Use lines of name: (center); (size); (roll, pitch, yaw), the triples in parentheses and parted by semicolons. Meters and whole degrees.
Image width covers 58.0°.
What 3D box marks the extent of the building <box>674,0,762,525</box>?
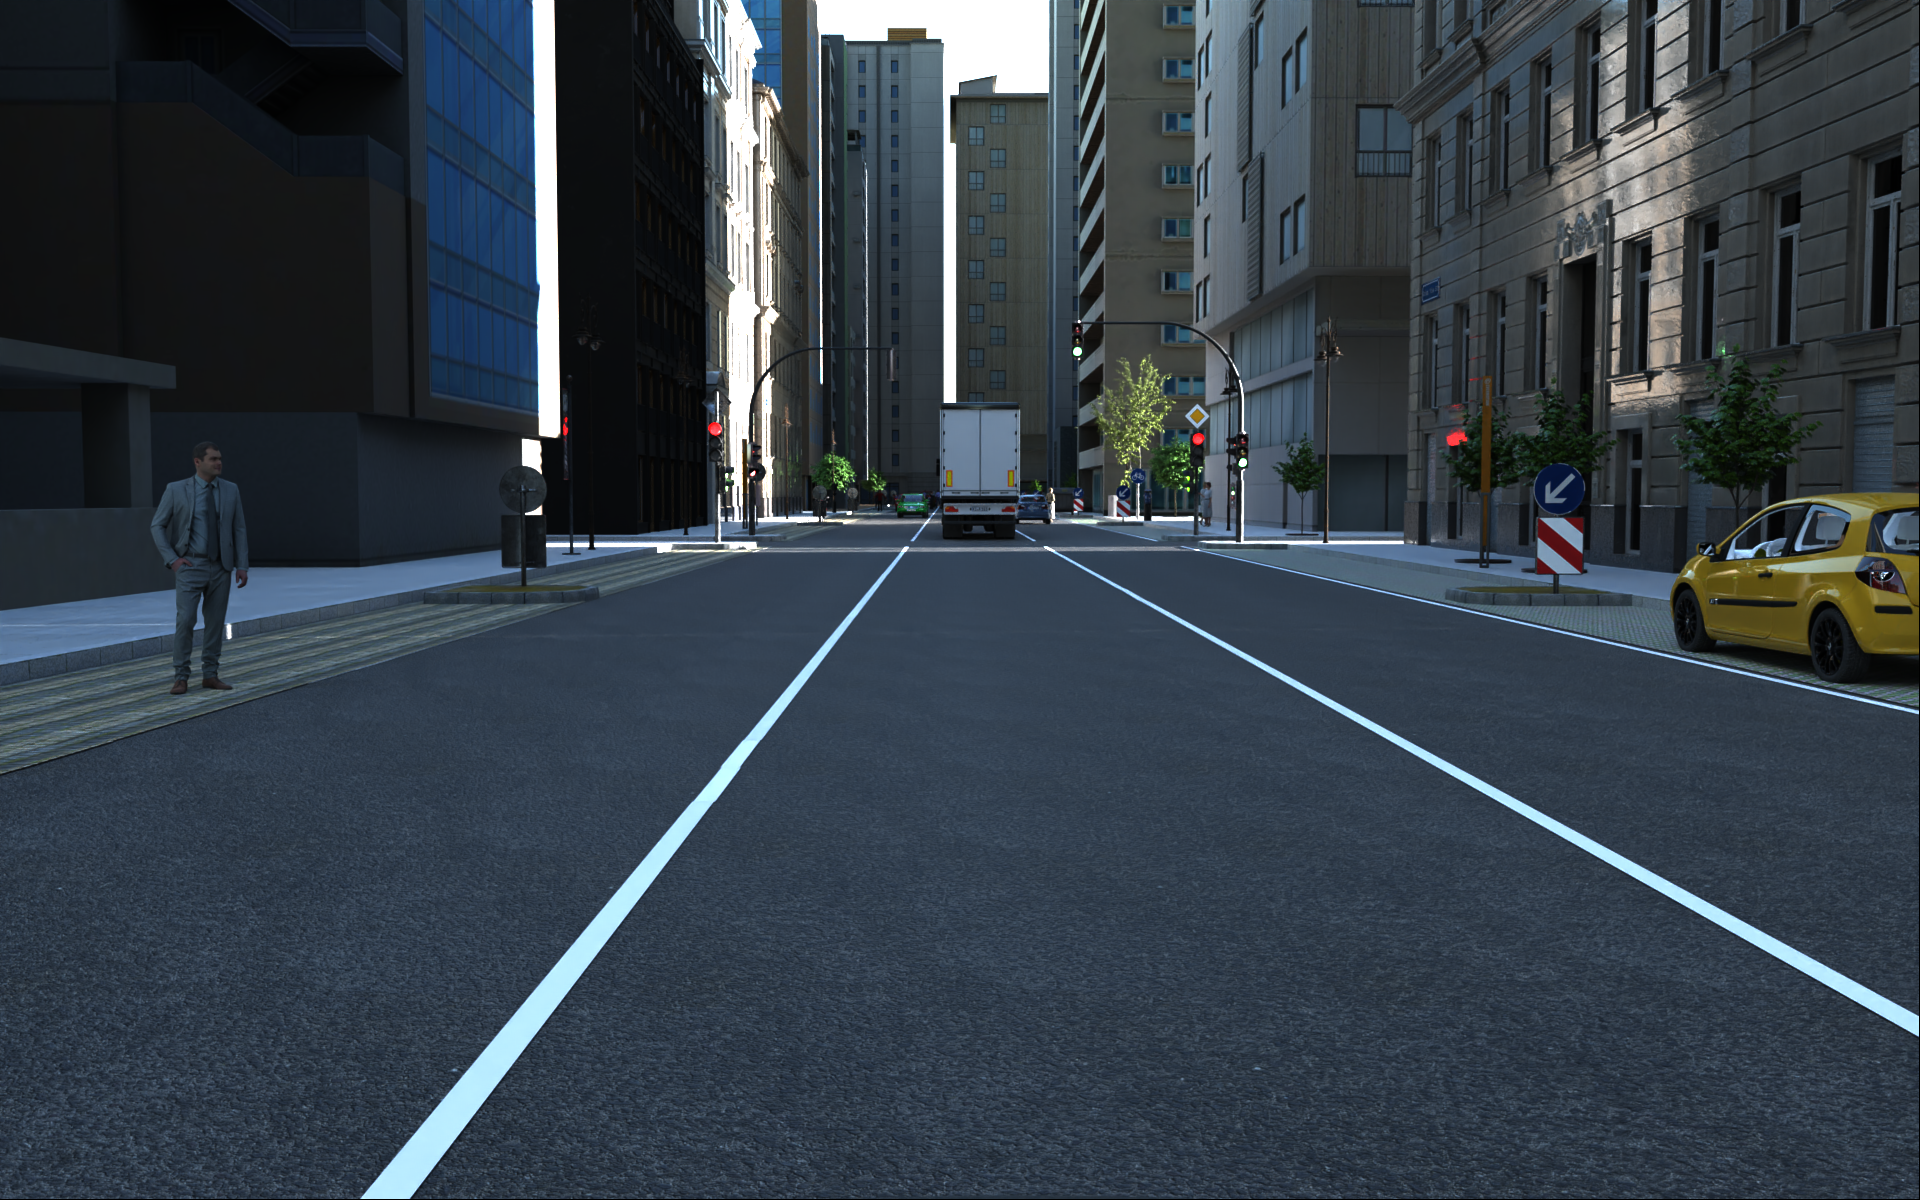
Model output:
building: (-16.855, -18.009, 80.354); (13.634, 28.700, 20.117); (0, 4, 0)

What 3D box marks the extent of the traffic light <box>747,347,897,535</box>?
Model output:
traffic light: (-4.345, -4.834, 53.706); (4.771, 5.953, 1.251); (0, 4, 0)

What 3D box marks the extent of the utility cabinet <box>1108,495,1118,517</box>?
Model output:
utility cabinet: (8.635, -5.292, 97.680); (0.306, 1.237, 1.020); (-1, 4, -12)

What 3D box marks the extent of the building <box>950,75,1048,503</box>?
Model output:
building: (12.426, -38.997, 226.838); (27.495, 52.752, 28.713); (0, 4, 0)

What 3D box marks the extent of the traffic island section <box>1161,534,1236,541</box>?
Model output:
traffic island section: (7.365, -1.932, 53.874); (2.009, 0.180, 2.903); (0, 4, 0)

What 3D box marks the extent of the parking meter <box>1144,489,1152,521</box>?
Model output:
parking meter: (9.012, -4.567, 83.084); (0.372, 1.533, 0.369); (0, 3, 0)

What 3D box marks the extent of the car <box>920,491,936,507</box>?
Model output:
car: (-3.752, -11.627, 198.780); (2.281, 1.827, 5.304); (0, 4, -2)

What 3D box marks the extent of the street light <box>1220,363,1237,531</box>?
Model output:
street light: (9.436, -5.377, 60.695); (0.468, 5.910, 1.993); (0, 4, 0)

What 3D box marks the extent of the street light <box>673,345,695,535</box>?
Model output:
street light: (-8.555, -4.960, 53.889); (0.468, 5.910, 1.993); (0, 4, 0)

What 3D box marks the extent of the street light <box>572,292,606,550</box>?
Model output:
street light: (-8.495, -4.097, 39.773); (0.468, 5.910, 1.993); (0, 4, 0)

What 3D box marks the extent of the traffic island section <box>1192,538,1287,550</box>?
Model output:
traffic island section: (7.415, -1.444, 45.889); (2.009, 0.180, 2.903); (0, 4, 0)

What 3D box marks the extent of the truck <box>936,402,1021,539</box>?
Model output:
truck: (0.577, -4.260, 58.559); (2.839, 4.237, 11.283); (0, 4, 0)

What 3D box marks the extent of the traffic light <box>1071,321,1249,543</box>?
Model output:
traffic light: (5.283, -4.340, 45.620); (4.771, 5.953, 1.251); (0, 4, 0)

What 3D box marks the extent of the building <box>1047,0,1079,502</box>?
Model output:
building: (20.059, -39.541, 188.498); (21.231, 58.520, 28.212); (0, 4, 0)

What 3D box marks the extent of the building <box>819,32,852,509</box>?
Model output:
building: (-17.082, -28.497, 149.525); (14.154, 41.232, 14.086); (0, 4, 0)

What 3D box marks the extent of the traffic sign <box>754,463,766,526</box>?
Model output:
traffic sign: (-8.267, -4.300, 70.408); (0.768, 2.556, 0.104); (0, 4, 5)

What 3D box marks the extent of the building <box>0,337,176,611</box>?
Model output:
building: (-26.646, -19.867, 16.708); (32.217, 40.220, 23.993); (0, 4, 0)

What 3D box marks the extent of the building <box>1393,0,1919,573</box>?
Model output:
building: (17.127, -14.336, 31.661); (12.463, 27.353, 25.104); (0, 4, 0)

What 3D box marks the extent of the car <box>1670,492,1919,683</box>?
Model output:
car: (7.400, -0.259, 14.467); (2.015, 1.641, 3.980); (0, 3, 0)

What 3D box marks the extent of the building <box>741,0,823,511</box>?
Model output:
building: (-18.202, -29.674, 135.277); (14.600, 45.320, 14.200); (0, 4, 0)

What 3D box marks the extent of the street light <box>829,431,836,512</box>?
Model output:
street light: (-8.914, -9.110, 121.729); (0.468, 5.910, 1.993); (0, 4, 0)

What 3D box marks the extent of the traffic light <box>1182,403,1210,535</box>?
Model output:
traffic light: (7.325, -3.966, 53.759); (0.839, 4.253, 0.868); (0, 4, 0)

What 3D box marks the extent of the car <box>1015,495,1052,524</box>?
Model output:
car: (3.460, -4.399, 83.928); (2.014, 1.417, 4.499); (0, 4, 0)

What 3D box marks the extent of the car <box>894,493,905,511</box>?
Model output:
car: (-4.425, -8.244, 143.836); (2.155, 1.783, 4.494); (0, 4, 0)

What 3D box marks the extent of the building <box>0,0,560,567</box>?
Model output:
building: (-17.236, -23.598, 35.943); (14.200, 45.320, 14.600); (0, 4, 0)

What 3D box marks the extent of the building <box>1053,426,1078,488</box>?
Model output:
building: (20.710, -51.653, 157.202); (22.319, 86.520, 31.000); (0, 4, 0)

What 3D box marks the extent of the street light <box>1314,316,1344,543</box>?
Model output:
street light: (9.552, -4.419, 45.043); (0.468, 5.910, 1.993); (0, 4, 0)

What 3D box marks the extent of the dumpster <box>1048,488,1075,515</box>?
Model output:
dumpster: (6.761, -6.535, 115.066); (1.865, 1.857, 1.264); (0, 4, 0)

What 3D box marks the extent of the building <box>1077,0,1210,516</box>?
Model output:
building: (18.953, -29.727, 109.743); (21.300, 48.544, 21.600); (0, 4, 0)

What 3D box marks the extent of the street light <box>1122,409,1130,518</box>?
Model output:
street light: (9.120, -7.451, 94.614); (0.468, 5.910, 1.993); (0, 4, 0)

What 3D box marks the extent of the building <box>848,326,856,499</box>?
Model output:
building: (-25.015, -20.005, 172.128); (27.650, 21.520, 28.899); (0, 4, 0)

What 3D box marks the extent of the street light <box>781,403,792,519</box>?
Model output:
street light: (-8.780, -7.035, 87.809); (0.468, 5.910, 1.993); (0, 4, 0)

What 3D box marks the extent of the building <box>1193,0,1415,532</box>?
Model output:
building: (24.190, -29.317, 68.575); (27.495, 52.752, 28.713); (0, 4, 0)

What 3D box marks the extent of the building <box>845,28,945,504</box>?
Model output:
building: (-16.063, -41.643, 222.858); (28.212, 58.520, 21.231); (0, 4, 0)

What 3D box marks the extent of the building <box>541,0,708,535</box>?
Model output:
building: (-16.340, -14.186, 61.612); (12.332, 23.373, 15.834); (0, 4, 0)

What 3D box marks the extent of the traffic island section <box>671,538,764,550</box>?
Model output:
traffic island section: (-6.426, -1.439, 45.808); (2.009, 0.180, 2.903); (0, 4, 0)

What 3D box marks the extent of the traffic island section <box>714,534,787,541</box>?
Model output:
traffic island section: (-6.476, -1.927, 53.793); (2.009, 0.180, 2.903); (0, 4, 0)

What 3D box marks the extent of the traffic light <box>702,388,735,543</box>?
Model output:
traffic light: (-6.386, -3.471, 45.673); (0.839, 4.253, 0.868); (0, 4, 0)

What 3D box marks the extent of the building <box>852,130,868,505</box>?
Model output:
building: (-17.593, -31.357, 196.282); (14.086, 41.232, 14.154); (0, 4, 0)

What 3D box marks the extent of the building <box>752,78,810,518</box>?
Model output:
building: (-16.089, -18.698, 102.970); (12.463, 27.353, 25.104); (0, 4, 0)

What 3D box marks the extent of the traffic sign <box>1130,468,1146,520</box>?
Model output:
traffic sign: (8.849, -5.261, 86.131); (0.768, 2.556, 0.104); (0, 4, 1)
